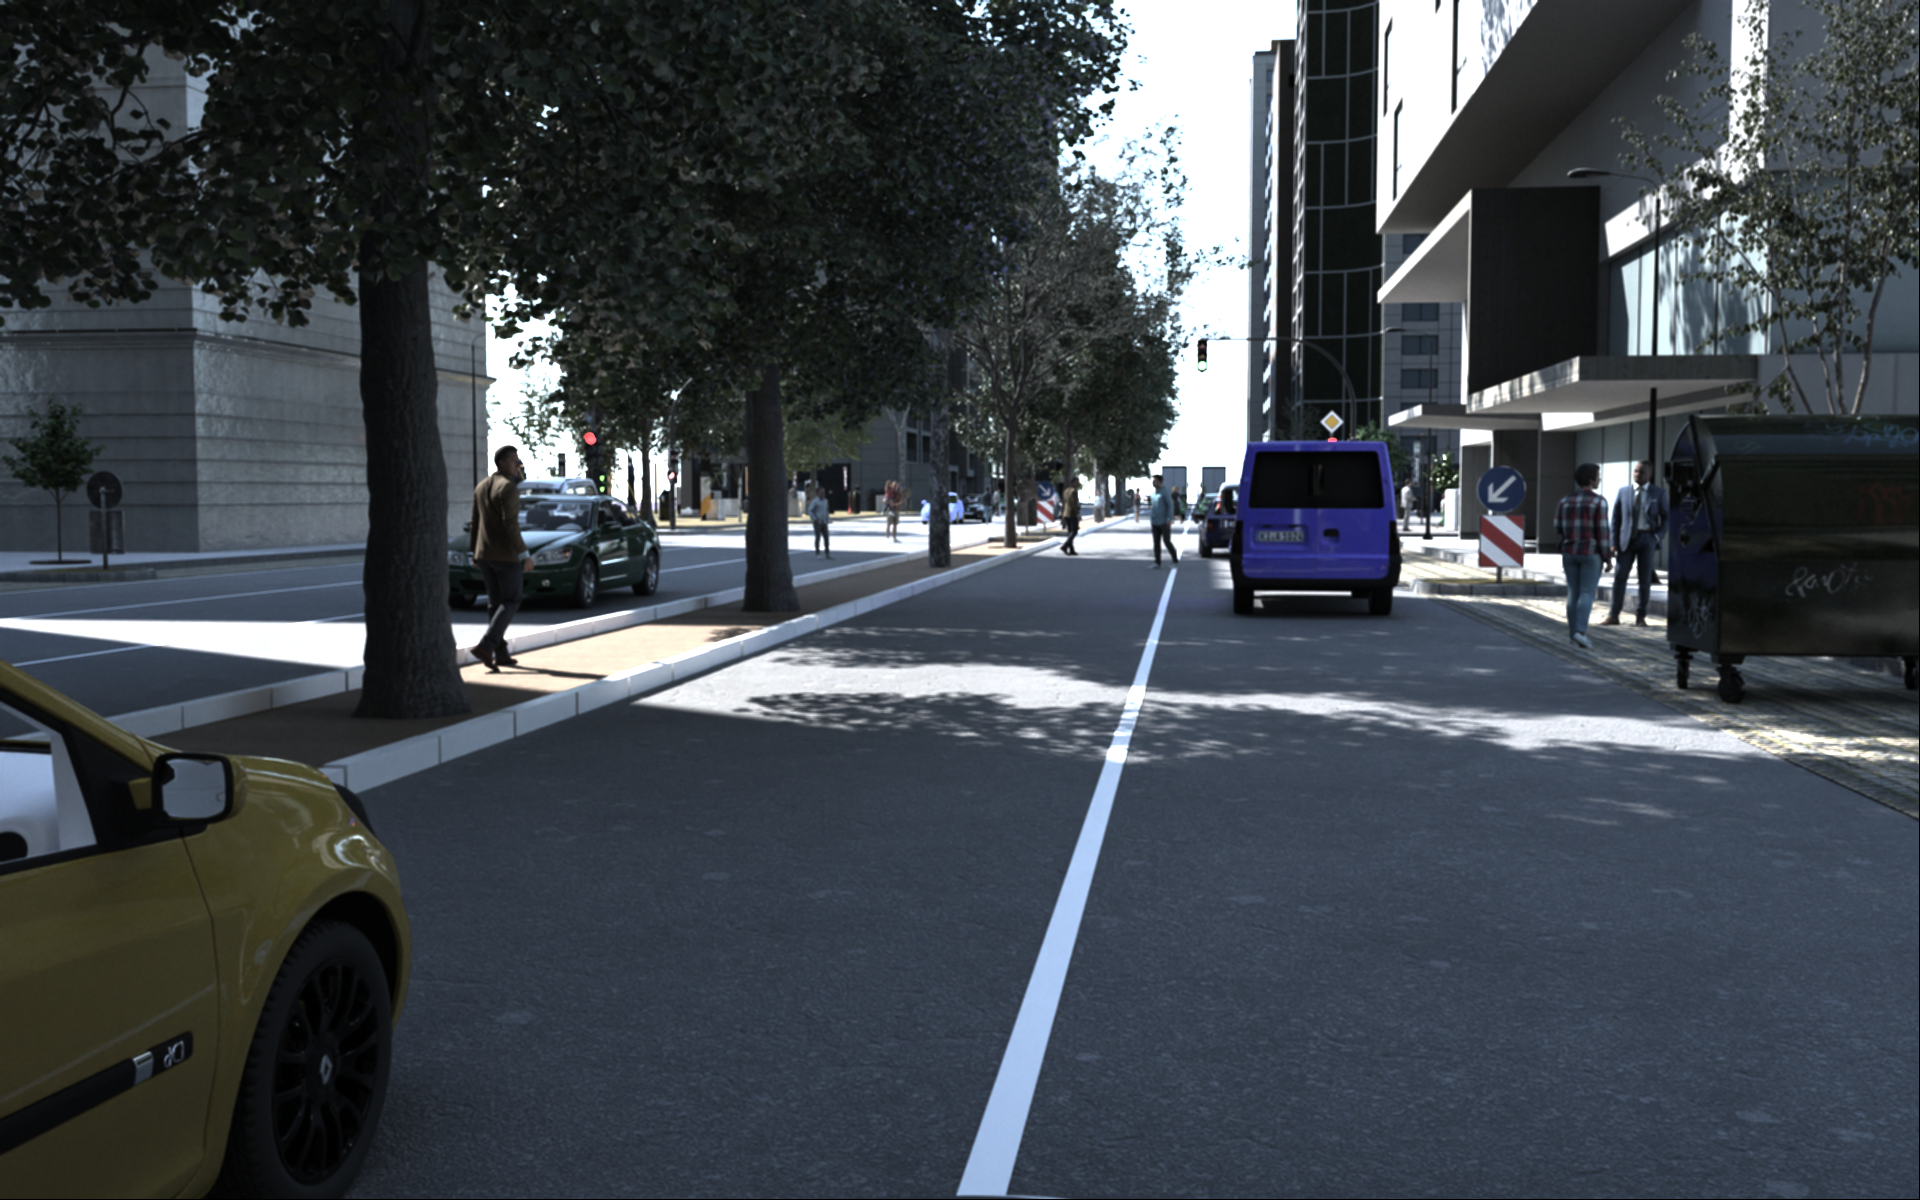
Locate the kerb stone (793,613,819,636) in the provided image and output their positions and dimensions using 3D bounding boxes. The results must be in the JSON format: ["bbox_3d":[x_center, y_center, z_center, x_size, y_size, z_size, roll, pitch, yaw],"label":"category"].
[{"bbox_3d":[-1.645,0.271,17.846,0.120,0.150,1.000,0,4,8],"label":"kerb stone"}]

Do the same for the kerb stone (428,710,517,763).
[{"bbox_3d":[-2.754,0.766,9.714,0.120,0.150,1.000,0,4,8],"label":"kerb stone"}]

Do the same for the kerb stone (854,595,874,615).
[{"bbox_3d":[-1.217,0.079,20.899,0.120,0.150,1.000,0,4,8],"label":"kerb stone"}]

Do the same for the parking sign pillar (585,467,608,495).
[{"bbox_3d":[-18.970,-6.248,90.634,1.447,3.967,1.447,3,5,42],"label":"parking sign pillar"}]

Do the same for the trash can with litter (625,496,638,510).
[{"bbox_3d":[-25.985,-7.693,137.170,0.624,1.170,1.055,2,4,25],"label":"trash can with litter"}]

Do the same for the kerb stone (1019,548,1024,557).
[{"bbox_3d":[1.291,-1.037,39.178,0.120,0.150,1.000,0,4,8],"label":"kerb stone"}]

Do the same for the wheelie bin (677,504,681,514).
[{"bbox_3d":[-15.616,-5.503,97.882,0.980,1.594,0.693,3,5,41],"label":"wheelie bin"}]

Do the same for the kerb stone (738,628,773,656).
[{"bbox_3d":[-1.909,0.391,15.809,0.120,0.150,1.000,0,4,8],"label":"kerb stone"}]

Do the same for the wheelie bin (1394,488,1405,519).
[{"bbox_3d":[22.422,-4.894,87.926,0.980,1.594,0.693,-1,4,-22],"label":"wheelie bin"}]

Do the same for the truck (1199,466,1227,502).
[{"bbox_3d":[26.045,-11.569,178.062,2.839,4.237,11.283,0,4,8],"label":"truck"}]

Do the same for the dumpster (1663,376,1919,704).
[{"bbox_3d":[6.066,-0.439,12.125,1.985,2.255,1.502,0,4,6],"label":"dumpster"}]

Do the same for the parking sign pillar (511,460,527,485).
[{"bbox_3d":[-25.550,-6.801,99.666,1.447,3.967,1.447,3,4,36],"label":"parking sign pillar"}]

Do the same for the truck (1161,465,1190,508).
[{"bbox_3d":[21.676,-11.358,174.622,2.839,4.237,11.283,1,4,8],"label":"truck"}]

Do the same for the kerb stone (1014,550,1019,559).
[{"bbox_3d":[1.145,-0.974,38.167,0.120,0.150,1.000,0,4,8],"label":"kerb stone"}]

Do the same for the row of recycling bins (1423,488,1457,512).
[{"bbox_3d":[34.650,-7.071,122.726,3.534,1.692,1.069,0,4,6],"label":"row of recycling bins"}]

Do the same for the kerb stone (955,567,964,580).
[{"bbox_3d":[-0.107,-0.413,29.018,0.120,0.150,1.000,0,4,8],"label":"kerb stone"}]

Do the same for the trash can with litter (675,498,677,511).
[{"bbox_3d":[-21.621,-7.441,133.055,0.624,1.170,1.055,-1,4,-9],"label":"trash can with litter"}]

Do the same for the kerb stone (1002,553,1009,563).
[{"bbox_3d":[0.864,-0.849,36.128,0.120,0.150,1.000,0,4,8],"label":"kerb stone"}]

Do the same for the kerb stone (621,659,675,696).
[{"bbox_3d":[-2.330,0.577,12.769,0.120,0.150,1.000,0,4,8],"label":"kerb stone"}]

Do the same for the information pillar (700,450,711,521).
[{"bbox_3d":[-12.253,-5.624,83.304,0.504,3.616,0.183,1,4,14],"label":"information pillar"}]

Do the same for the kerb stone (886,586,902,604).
[{"bbox_3d":[-0.943,-0.045,22.925,0.120,0.150,1.000,0,4,8],"label":"kerb stone"}]

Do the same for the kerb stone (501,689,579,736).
[{"bbox_3d":[-2.614,0.701,10.730,0.120,0.150,1.000,0,4,8],"label":"kerb stone"}]

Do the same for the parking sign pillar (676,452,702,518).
[{"bbox_3d":[-14.645,-6.438,93.731,1.447,3.967,1.447,-3,4,-38],"label":"parking sign pillar"}]

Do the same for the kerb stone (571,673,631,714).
[{"bbox_3d":[-2.471,0.642,11.749,0.120,0.150,1.000,0,4,8],"label":"kerb stone"}]

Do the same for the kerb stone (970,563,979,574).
[{"bbox_3d":[0.168,-0.541,31.044,0.120,0.150,1.000,0,4,8],"label":"kerb stone"}]

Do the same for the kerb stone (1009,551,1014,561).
[{"bbox_3d":[0.999,-0.915,37.150,0.120,0.150,1.000,0,4,8],"label":"kerb stone"}]

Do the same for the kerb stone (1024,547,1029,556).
[{"bbox_3d":[1.426,-1.088,40.193,0.120,0.150,1.000,0,4,8],"label":"kerb stone"}]

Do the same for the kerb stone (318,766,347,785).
[{"bbox_3d":[-3.027,0.898,7.671,0.120,0.150,1.000,0,4,8],"label":"kerb stone"}]

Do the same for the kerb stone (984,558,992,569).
[{"bbox_3d":[0.446,-0.665,33.070,0.120,0.150,1.000,0,4,8],"label":"kerb stone"}]

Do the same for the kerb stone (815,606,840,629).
[{"bbox_3d":[-1.497,0.205,18.870,0.120,0.150,1.000,0,4,8],"label":"kerb stone"}]

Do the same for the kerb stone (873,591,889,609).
[{"bbox_3d":[-1.077,0.019,21.911,0.120,0.150,1.000,0,4,8],"label":"kerb stone"}]

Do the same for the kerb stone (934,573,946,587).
[{"bbox_3d":[-0.384,-0.293,26.992,0.120,0.150,1.000,0,4,8],"label":"kerb stone"}]

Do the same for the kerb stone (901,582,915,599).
[{"bbox_3d":[-0.800,-0.107,23.950,0.120,0.150,1.000,0,4,8],"label":"kerb stone"}]

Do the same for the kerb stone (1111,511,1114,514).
[{"bbox_3d":[11.644,-6.617,130.389,0.120,0.150,1.000,0,4,8],"label":"kerb stone"}]

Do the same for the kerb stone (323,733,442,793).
[{"bbox_3d":[-2.891,0.825,8.701,0.120,0.150,1.000,0,4,8],"label":"kerb stone"}]

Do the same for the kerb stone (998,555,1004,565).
[{"bbox_3d":[0.724,-0.786,35.115,0.120,0.150,1.000,0,4,8],"label":"kerb stone"}]

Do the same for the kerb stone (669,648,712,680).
[{"bbox_3d":[-2.188,0.519,13.782,0.120,0.150,1.000,0,4,8],"label":"kerb stone"}]

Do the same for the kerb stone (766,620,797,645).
[{"bbox_3d":[-1.781,0.330,16.833,0.120,0.150,1.000,0,4,8],"label":"kerb stone"}]

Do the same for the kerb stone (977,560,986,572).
[{"bbox_3d":[0.313,-0.598,32.057,0.120,0.150,1.000,0,4,8],"label":"kerb stone"}]

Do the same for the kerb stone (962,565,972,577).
[{"bbox_3d":[0.035,-0.479,30.030,0.120,0.150,1.000,0,4,8],"label":"kerb stone"}]

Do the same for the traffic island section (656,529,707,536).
[{"bbox_3d":[-10.173,-2.382,61.234,2.009,0.180,2.903,0,4,8],"label":"traffic island section"}]

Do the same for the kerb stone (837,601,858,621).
[{"bbox_3d":[-1.360,0.141,19.883,0.120,0.150,1.000,0,4,8],"label":"kerb stone"}]

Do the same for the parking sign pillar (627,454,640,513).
[{"bbox_3d":[-22.396,-7.907,117.750,1.447,3.967,1.447,-1,4,-10],"label":"parking sign pillar"}]

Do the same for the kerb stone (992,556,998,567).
[{"bbox_3d":[0.588,-0.724,34.091,0.120,0.150,1.000,0,4,8],"label":"kerb stone"}]

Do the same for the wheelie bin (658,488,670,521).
[{"bbox_3d":[-14.168,-4.606,83.218,0.693,1.594,0.980,-1,4,-13],"label":"wheelie bin"}]

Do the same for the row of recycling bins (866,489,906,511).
[{"bbox_3d":[-5.438,-7.523,130.113,3.534,1.692,1.069,-3,4,-38],"label":"row of recycling bins"}]

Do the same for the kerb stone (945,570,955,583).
[{"bbox_3d":[-0.252,-0.349,28.006,0.120,0.150,1.000,0,4,8],"label":"kerb stone"}]

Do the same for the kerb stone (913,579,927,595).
[{"bbox_3d":[-0.656,-0.169,24.962,0.120,0.150,1.000,0,4,8],"label":"kerb stone"}]

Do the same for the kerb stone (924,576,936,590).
[{"bbox_3d":[-0.527,-0.230,25.980,0.120,0.150,1.000,0,4,8],"label":"kerb stone"}]

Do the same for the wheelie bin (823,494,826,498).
[{"bbox_3d":[-8.570,-5.985,105.756,0.693,1.594,0.980,0,4,5],"label":"wheelie bin"}]

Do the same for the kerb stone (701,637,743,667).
[{"bbox_3d":[-2.061,0.453,14.796,0.120,0.150,1.000,0,4,8],"label":"kerb stone"}]
